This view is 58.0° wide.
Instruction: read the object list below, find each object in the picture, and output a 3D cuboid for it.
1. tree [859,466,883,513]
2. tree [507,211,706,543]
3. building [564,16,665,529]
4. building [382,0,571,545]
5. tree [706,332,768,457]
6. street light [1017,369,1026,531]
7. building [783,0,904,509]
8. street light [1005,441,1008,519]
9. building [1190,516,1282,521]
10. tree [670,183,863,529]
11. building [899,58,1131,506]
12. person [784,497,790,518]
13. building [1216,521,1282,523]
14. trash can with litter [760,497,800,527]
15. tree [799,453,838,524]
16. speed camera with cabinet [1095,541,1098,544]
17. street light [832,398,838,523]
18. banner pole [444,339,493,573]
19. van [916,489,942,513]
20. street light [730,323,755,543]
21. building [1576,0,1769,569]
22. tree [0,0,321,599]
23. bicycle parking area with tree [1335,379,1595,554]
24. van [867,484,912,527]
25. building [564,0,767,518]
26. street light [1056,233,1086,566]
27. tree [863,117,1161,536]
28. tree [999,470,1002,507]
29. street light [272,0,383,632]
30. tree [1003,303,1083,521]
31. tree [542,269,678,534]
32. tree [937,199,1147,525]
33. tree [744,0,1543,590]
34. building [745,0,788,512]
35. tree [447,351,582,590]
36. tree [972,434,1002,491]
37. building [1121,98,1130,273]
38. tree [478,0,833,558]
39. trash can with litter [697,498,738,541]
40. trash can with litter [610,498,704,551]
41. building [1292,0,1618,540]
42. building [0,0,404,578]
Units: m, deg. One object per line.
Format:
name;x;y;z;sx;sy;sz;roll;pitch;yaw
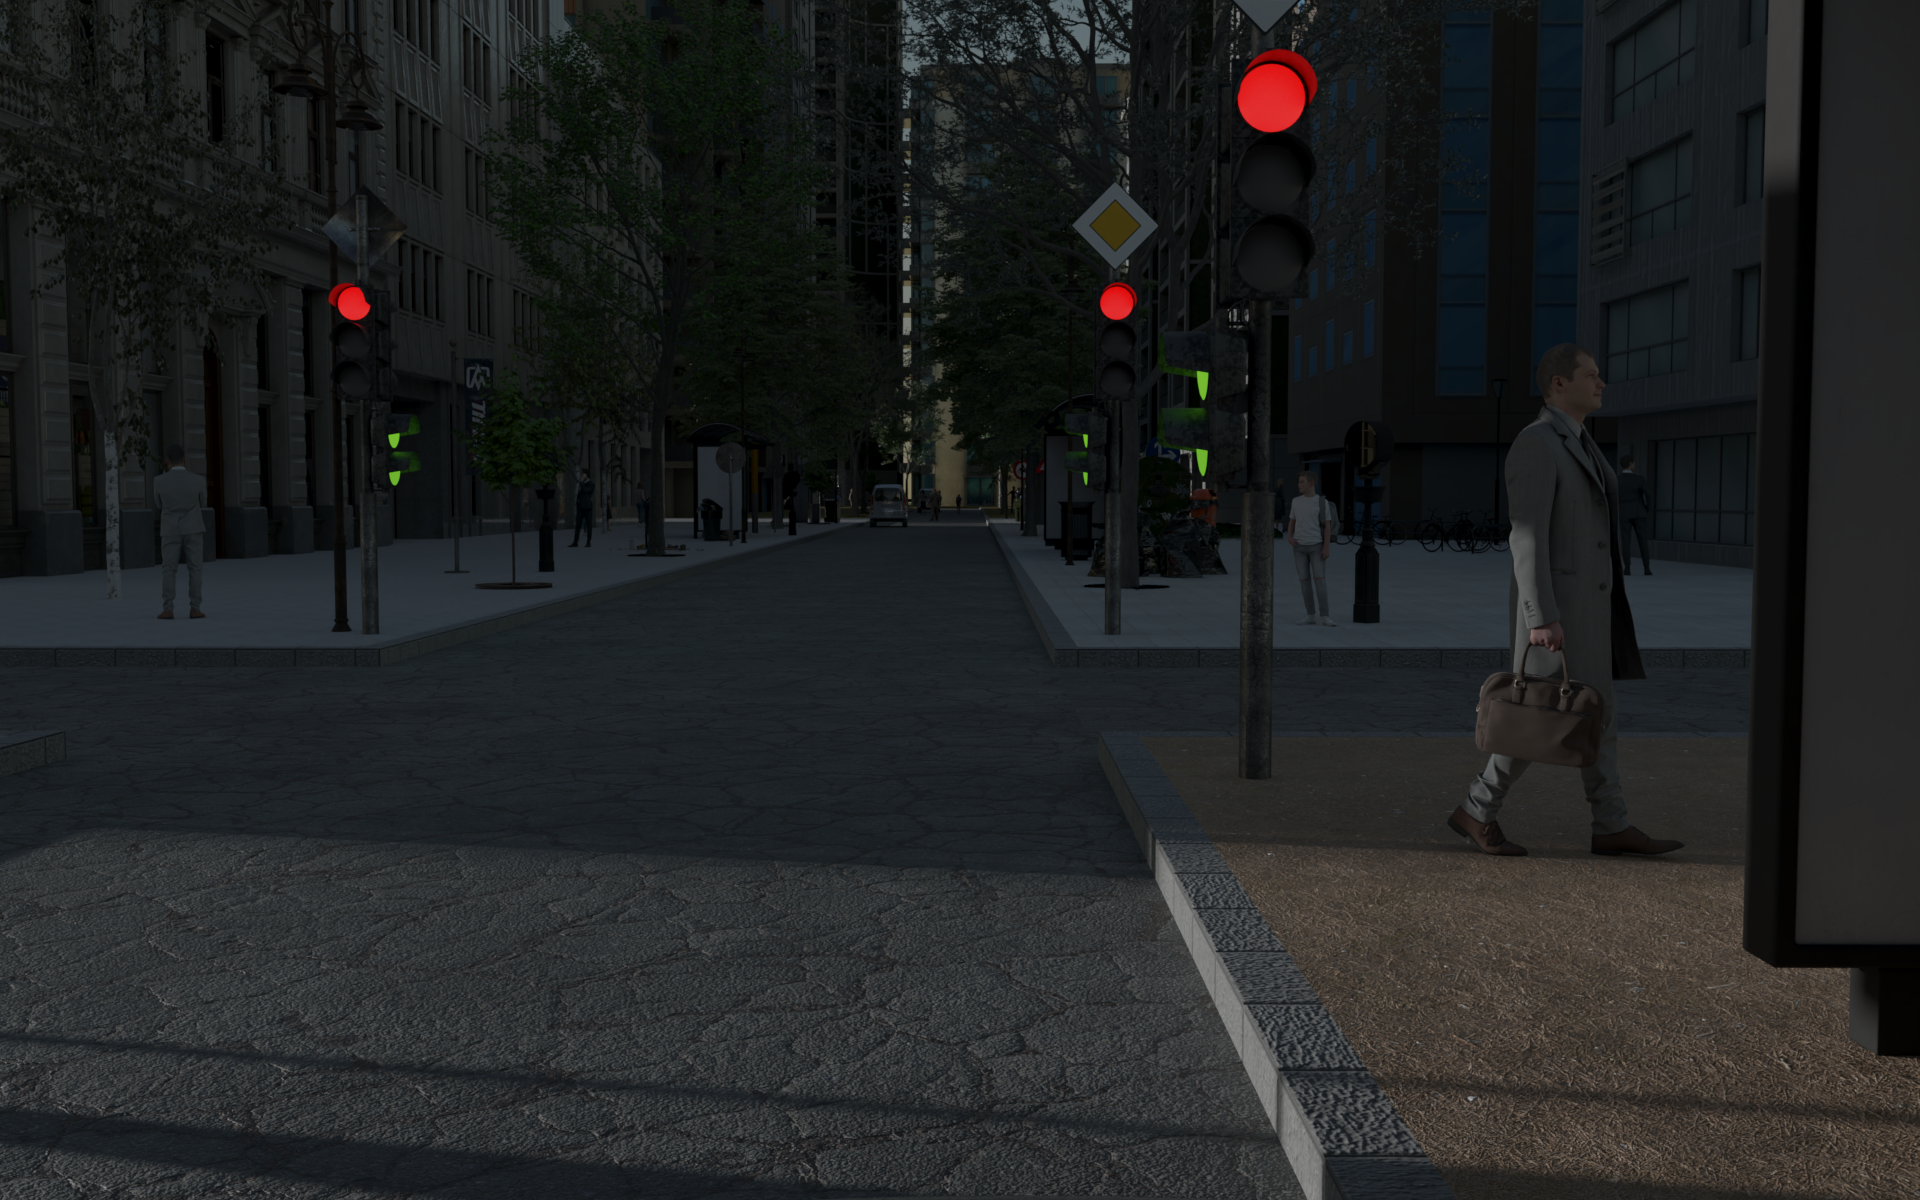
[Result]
tree;-6.202;-7.648;119.638;1.663;3.219;1.824;0;3;0
tree;-10.042;-5.837;45.794;4.737;8.622;4.395;0;3;0
building;-18.986;-13.271;71.728;10.420;20.320;16.860;0;4;0
building;-20.315;-14.358;52.774;12.078;24.808;19.932;0;4;0
tree;-10.030;-7.563;74.014;4.737;8.622;4.395;0;3;0
street light;2.182;-5.380;60.743;0.468;5.910;1.993;0;4;0
building;-16.920;-46.053;191.222;20.611;71.187;20.563;0;4;0
street light;2.435;-7.200;90.511;0.468;5.910;1.993;0;4;0
building;20.943;-40.606;102.166;20.563;71.187;20.611;0;4;0
tree;-7.165;-8.904;63.703;7.486;12.596;7.792;0;3;0
building;8.622;-35.072;193.037;30.456;49.044;23.786;0;4;0
person;-8.703;-4.994;87.913;1.509;1.804;0.699;1;4;11
building;20.932;-39.126;77.966;20.563;71.187;20.611;0;4;0
trash can with litter;-7.050;-3.452;67.494;1.678;1.210;2.233;-1;4;-12
tree;-5.959;-4.820;73.412;1.663;3.219;1.824;0;3;0
speed camera with cabinet;3.486;-2.971;42.919;0.660;3.252;2.038;0;4;-3
street light;-5.435;-6.301;75.801;0.468;5.910;1.993;0;4;0
banner pole;-7.956;-2.330;28.111;0.863;3.779;0.401;0;4;-8
van;-2.413;-7.740;133.568;2.013;2.044;4.112;0;4;2
street light;-5.659;-4.425;45.143;0.468;5.910;1.993;0;4;0
building;19.518;-21.054;27.829;14.086;41.232;14.154;0;4;0
tree;-10.159;-4.326;21.100;4.360;8.622;3.978;0;3;0
bicycle parking area with tree;13.494;-3.280;40.626;9.016;4.147;8.231;0;4;8
van;-3.120;-4.233;76.220;2.013;2.044;4.112;0;4;-1
building;-23.638;-27.541;104.919;22.147;44.769;28.867;0;4;0
street light;1.975;-3.560;30.986;0.468;5.910;1.993;0;4;0
tree;2.185;-8.232;52.714;7.486;12.596;7.792;0;3;0
tree;4.929;-19.168;169.288;12.611;20.169;13.585;0;3;0
street light;-5.777;-2.643;16.002;0.468;5.910;1.993;0;4;0
tree;3.392;-9.608;82.840;9.928;11.665;9.643;0;3;0
tree;-11.271;-6.454;55.884;4.360;8.622;3.978;0;3;0
tree;3.423;-10.125;72.205;9.857;13.997;8.962;0;3;0
tree;2.418;-6.907;23.298;12.009;13.543;11.850;0;3;0
building;-20.382;-29.158;126.847;14.600;45.320;14.200;0;4;0
tree;-6.058;-1.768;23.505;1.663;3.219;1.824;0;3;0
tree;2.795;-10.541;122.700;4.360;8.622;3.978;0;3;0
building;26.843;-27.778;146.045;32.217;40.220;23.993;0;4;0
tree;-6.080;-6.696;35.238;9.928;11.665;9.643;0;3;0
trash can with litter;-6.612;-2.195;47.275;0.624;1.170;1.055;3;5;44
trash can with litter;-6.839;-1.748;39.632;2.233;1.210;1.678;3;4;39
building;18.525;-24.667;53.415;14.600;45.320;14.200;0;4;0
building;-18.917;-12.479;32.904;11.050;23.489;19.941;0;4;0
